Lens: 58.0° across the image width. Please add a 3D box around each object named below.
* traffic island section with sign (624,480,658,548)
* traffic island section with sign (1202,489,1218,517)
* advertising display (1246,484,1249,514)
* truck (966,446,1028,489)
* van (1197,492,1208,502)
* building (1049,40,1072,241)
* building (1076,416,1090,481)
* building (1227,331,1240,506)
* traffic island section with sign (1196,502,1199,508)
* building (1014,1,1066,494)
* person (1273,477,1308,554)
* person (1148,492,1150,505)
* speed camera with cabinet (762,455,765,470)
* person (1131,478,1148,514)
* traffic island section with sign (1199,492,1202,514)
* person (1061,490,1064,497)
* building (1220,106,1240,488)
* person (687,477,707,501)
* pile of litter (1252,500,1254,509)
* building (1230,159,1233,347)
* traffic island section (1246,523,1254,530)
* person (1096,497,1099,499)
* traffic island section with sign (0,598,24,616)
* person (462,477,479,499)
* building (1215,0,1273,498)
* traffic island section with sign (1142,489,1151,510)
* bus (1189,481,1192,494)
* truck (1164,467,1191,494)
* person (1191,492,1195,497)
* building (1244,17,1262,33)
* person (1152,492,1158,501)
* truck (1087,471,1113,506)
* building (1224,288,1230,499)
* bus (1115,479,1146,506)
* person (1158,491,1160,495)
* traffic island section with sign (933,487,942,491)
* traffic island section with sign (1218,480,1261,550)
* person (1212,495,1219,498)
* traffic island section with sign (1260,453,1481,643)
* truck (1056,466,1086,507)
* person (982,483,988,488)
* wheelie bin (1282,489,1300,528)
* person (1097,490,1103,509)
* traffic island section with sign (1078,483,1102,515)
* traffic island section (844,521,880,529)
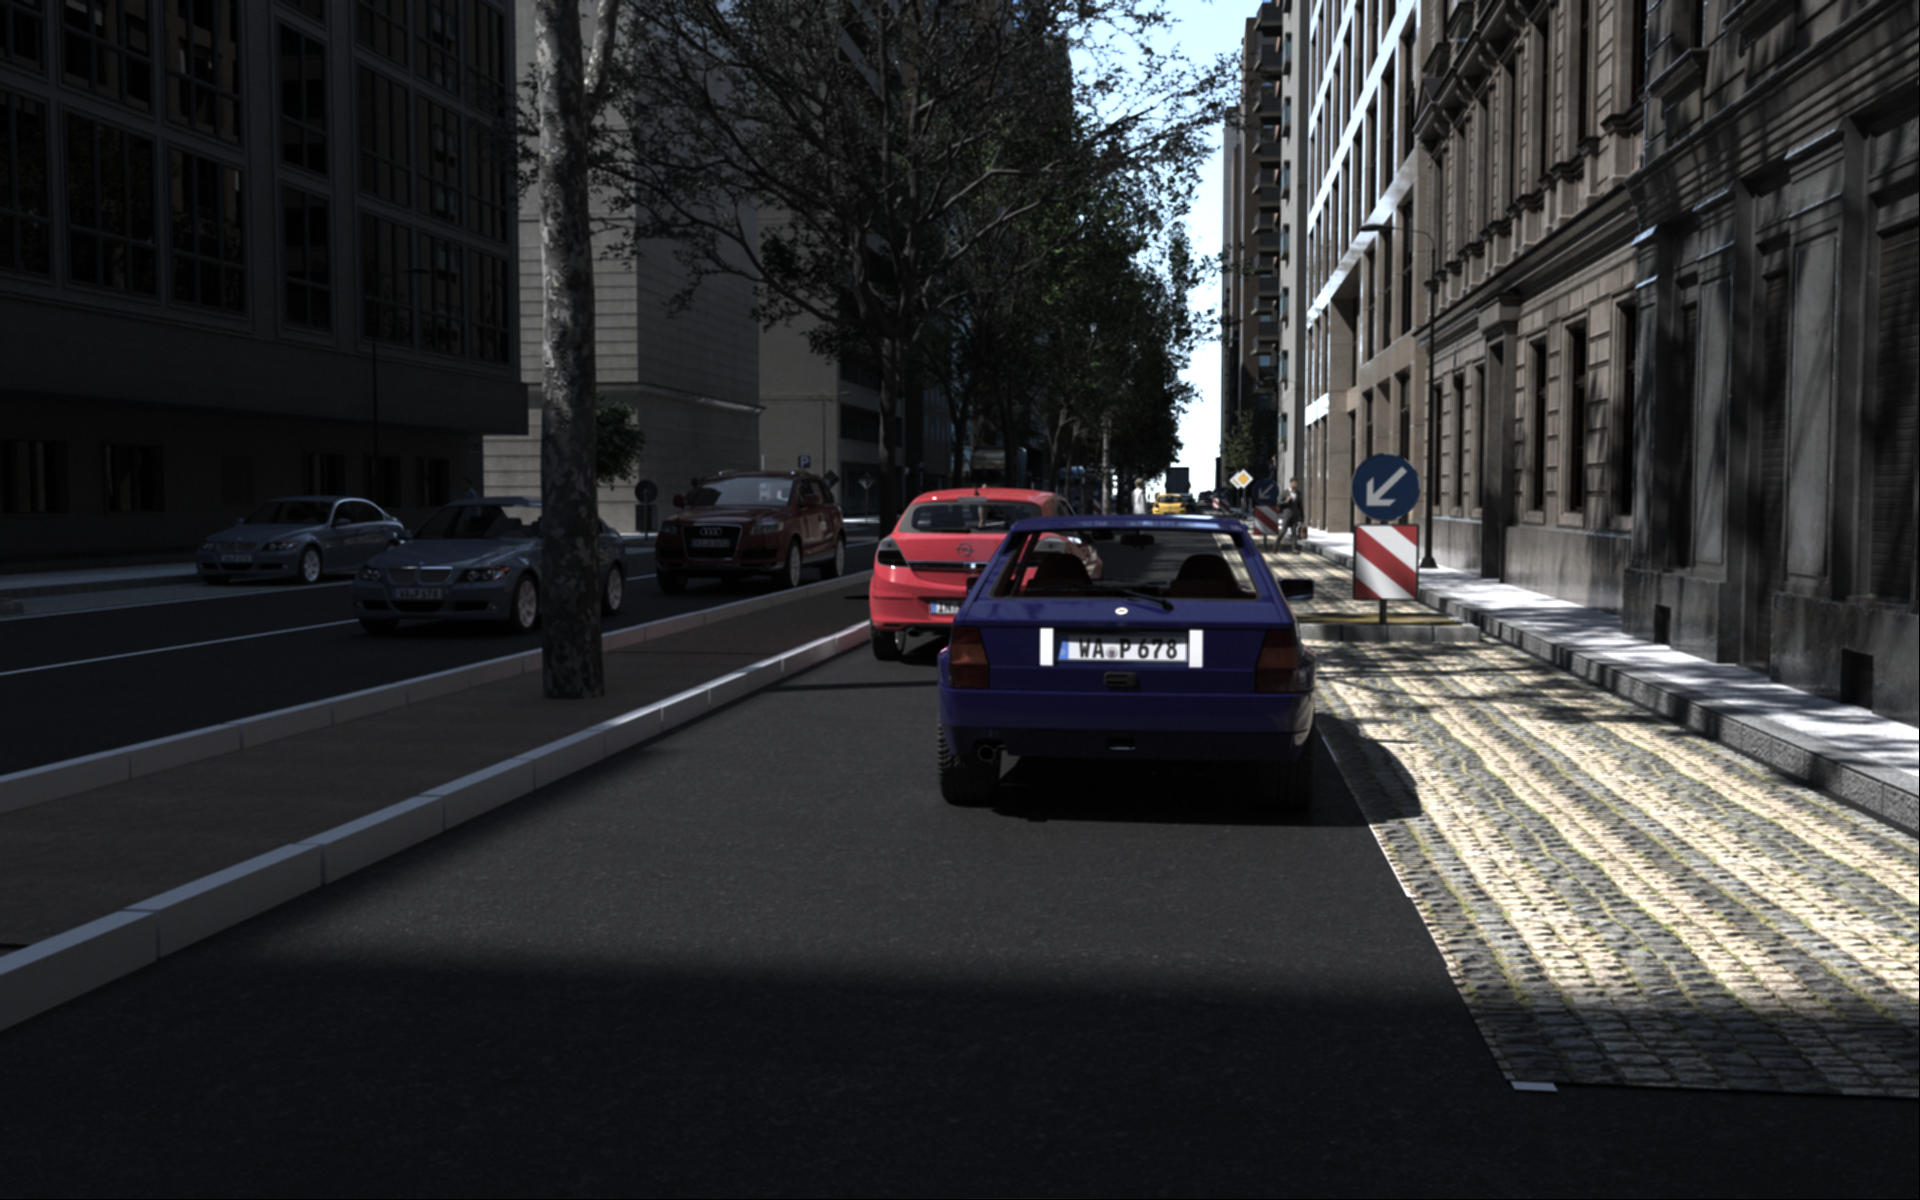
[{"bbox_3d":[-8.629,-2.343,46.936,1.989,1.847,2.006,0,4,8],"label":"traffic island section with sign"},{"bbox_3d":[15.043,-5.555,99.450,1.989,1.847,2.006,0,4,8],"label":"traffic island section with sign"},{"bbox_3d":[18.789,-6.612,113.327,0.123,1.923,0.974,0,4,5],"label":"advertising display"},{"bbox_3d":[2.305,-6.974,102.930,2.839,4.237,11.283,0,4,7],"label":"truck"},{"bbox_3d":[40.942,-17.434,292.048,2.013,2.044,4.112,0,4,7],"label":"van"},{"bbox_3d":[9.550,-51.388,278.441,20.563,71.187,20.611,0,4,8],"label":"building"},{"bbox_3d":[15.098,-39.517,296.220,14.600,45.320,14.200,0,4,8],"label":"building"},{"bbox_3d":[44.519,-21.449,195.731,27.650,21.520,28.899,0,4,8],"label":"building"},{"bbox_3d":[25.288,-10.258,176.338,1.989,1.847,2.006,0,4,8],"label":"traffic island section with sign"},{"bbox_3d":[5.098,-57.442,251.854,22.319,86.520,31.000,0,4,8],"label":"building"},{"bbox_3d":[7.807,-1.988,40.960,0.622,1.834,0.822,-2,4,-25],"label":"person"},{"bbox_3d":[24.477,-13.153,224.464,0.530,1.710,0.541,2,4,23],"label":"person"},{"bbox_3d":[-9.234,-5.714,87.751,2.038,3.252,0.660,0,4,7],"label":"speed camera with cabinet"},{"bbox_3d":[4.583,-2.208,44.485,0.514,1.842,0.818,2,4,34],"label":"person"},{"bbox_3d":[18.602,-7.189,126.170,1.989,1.847,2.006,0,4,8],"label":"traffic island section with sign"},{"bbox_3d":[9.576,-9.326,160.965,0.705,1.826,1.348,0,4,2],"label":"person"},{"bbox_3d":[50.126,-44.028,261.850,21.231,58.520,28.212,0,4,8],"label":"building"},{"bbox_3d":[-5.978,-1.929,40.009,0.573,1.828,0.580,1,4,21],"label":"person"},{"bbox_3d":[24.915,-8.219,148.351,1.176,0.858,1.719,0,4,8],"label":"pile of litter"},{"bbox_3d":[41.017,-34.703,217.497,14.600,45.320,14.200,0,4,8],"label":"building"},{"bbox_3d":[12.386,-3.354,77.113,2.009,0.180,2.903,0,4,8],"label":"traffic island section"},{"bbox_3d":[14.466,-10.597,182.681,0.541,1.710,0.530,-1,4,-9],"label":"person"},{"bbox_3d":[-12.187,-0.709,20.216,1.989,1.847,2.006,0,4,8],"label":"traffic island section with sign"},{"bbox_3d":[-9.950,-1.625,35.405,0.444,1.785,0.601,-1,4,-18],"label":"person"},{"bbox_3d":[54.687,-59.829,290.880,22.319,86.520,31.000,0,4,8],"label":"building"},{"bbox_3d":[15.978,-8.805,152.095,2.006,1.907,1.989,0,4,8],"label":"traffic island section with sign"},{"bbox_3d":[34.547,-17.010,269.660,2.896,3.916,12.252,1,4,9],"label":"bus"},{"bbox_3d":[23.081,-11.923,183.855,2.839,4.237,11.283,0,4,7],"label":"truck"},{"bbox_3d":[38.468,-17.068,287.564,1.348,1.823,0.705,-2,4,-34],"label":"person"},{"bbox_3d":[33.023,-31.202,160.263,14.600,45.320,14.200,0,4,8],"label":"building"},{"bbox_3d":[25.692,-13.354,227.558,1.217,1.743,0.721,-3,5,-39],"label":"person"},{"bbox_3d":[16.866,-13.507,209.749,2.839,4.237,11.283,1,4,9],"label":"truck"},{"bbox_3d":[43.987,-28.756,241.869,14.160,30.474,14.107,0,4,8],"label":"building"},{"bbox_3d":[20.479,-12.958,206.730,2.948,3.499,13.247,1,4,10],"label":"bus"},{"bbox_3d":[24.533,-12.479,212.401,0.599,1.838,0.709,1,4,10],"label":"person"},{"bbox_3d":[-1.297,-5.704,101.881,1.989,1.847,2.006,0,4,8],"label":"traffic island section with sign"},{"bbox_3d":[7.695,-2.186,44.376,1.989,1.847,2.006,0,4,8],"label":"traffic island section with sign"},{"bbox_3d":[26.547,-10.489,180.540,0.990,1.755,0.434,-1,4,-16],"label":"person"},{"bbox_3d":[4.135,-0.551,17.639,1.989,1.847,2.006,0,4,8],"label":"traffic island section with sign"},{"bbox_3d":[11.369,-11.183,172.599,2.967,4.110,18.799,0,4,6],"label":"truck"},{"bbox_3d":[0.769,-2.858,55.567,0.374,1.781,0.599,3,5,40],"label":"person"},{"bbox_3d":[12.611,-3.557,66.061,0.693,1.594,0.980,0,4,5],"label":"wheelie bin"},{"bbox_3d":[14.069,-9.885,170.208,1.350,1.814,0.705,1,4,19],"label":"person"},{"bbox_3d":[6.055,-4.249,77.612,2.006,1.907,1.989,0,4,8],"label":"traffic island section with sign"},{"bbox_3d":[-4.307,-3.490,79.335,2.009,0.180,2.903,0,4,8],"label":"traffic island section"}]
